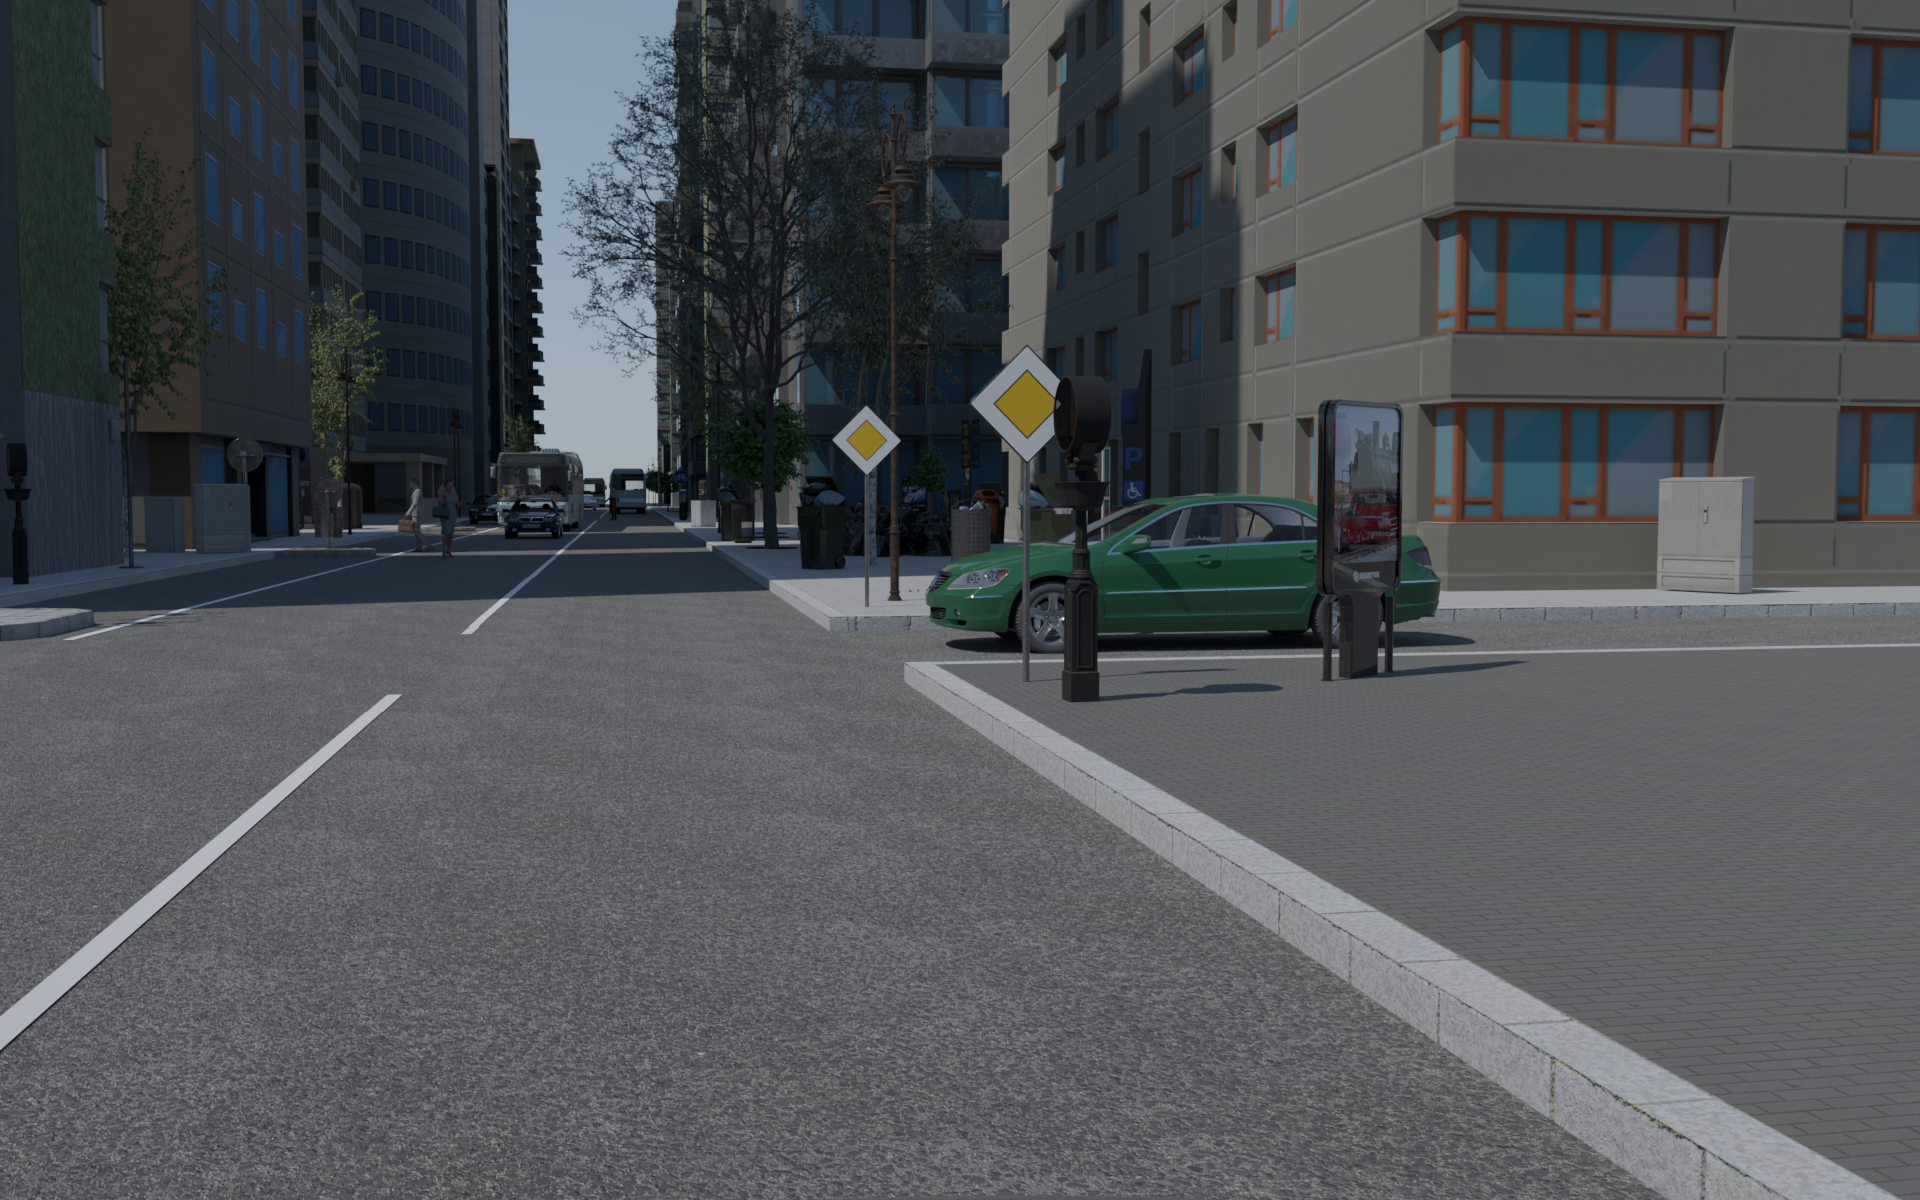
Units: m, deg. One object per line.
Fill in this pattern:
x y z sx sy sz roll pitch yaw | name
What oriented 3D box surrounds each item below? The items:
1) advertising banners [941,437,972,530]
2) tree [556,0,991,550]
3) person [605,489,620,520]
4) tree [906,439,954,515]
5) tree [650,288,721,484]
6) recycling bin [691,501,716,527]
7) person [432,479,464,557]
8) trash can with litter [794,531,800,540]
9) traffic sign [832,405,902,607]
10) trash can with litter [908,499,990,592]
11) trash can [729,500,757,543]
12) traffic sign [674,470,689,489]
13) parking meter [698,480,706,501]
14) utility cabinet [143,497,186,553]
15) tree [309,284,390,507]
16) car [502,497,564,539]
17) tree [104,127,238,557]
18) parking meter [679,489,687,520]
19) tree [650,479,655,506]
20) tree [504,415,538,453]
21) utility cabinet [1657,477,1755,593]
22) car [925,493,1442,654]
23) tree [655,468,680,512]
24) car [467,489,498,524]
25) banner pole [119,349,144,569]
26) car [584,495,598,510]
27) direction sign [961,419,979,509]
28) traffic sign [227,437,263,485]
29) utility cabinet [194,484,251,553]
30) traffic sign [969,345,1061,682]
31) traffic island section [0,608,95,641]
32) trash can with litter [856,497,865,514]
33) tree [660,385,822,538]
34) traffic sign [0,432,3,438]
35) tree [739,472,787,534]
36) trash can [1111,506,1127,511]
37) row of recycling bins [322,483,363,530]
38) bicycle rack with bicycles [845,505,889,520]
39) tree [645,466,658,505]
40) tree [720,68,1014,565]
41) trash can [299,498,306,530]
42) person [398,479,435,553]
-0.100 -3.563 54.446 0.090 3.025 2.074 -2 4 -27 | advertising banners
-4.556 -7.936 40.123 12.009 13.543 11.850 0 3 0 | tree
-19.090 -5.253 95.109 0.721 1.736 1.217 2 4 28 | person
-1.081 -4.086 61.409 1.663 3.219 1.824 0 3 0 | tree
-8.580 -6.752 60.750 4.360 8.622 3.978 0 3 0 | tree
-9.983 -3.356 67.429 0.722 1.027 0.722 -3 4 -39 | recycling bin
-11.656 -1.867 39.391 0.532 1.782 0.716 3 5 40 | person
-4.071 -2.239 47.987 1.055 1.170 0.624 0 4 -3 | trash can with litter
-1.058 -0.977 19.613 0.795 2.450 0.064 -1 4 -11 | traffic sign
0.514 -0.732 23.021 2.233 1.210 1.678 1 4 9 | trash can with litter
-5.669 -2.057 45.283 0.748 1.137 0.748 0 3 0 | trash can
-14.545 -5.522 90.386 0.768 2.556 0.104 -1 4 -10 | traffic sign
-10.712 -4.057 72.037 0.255 1.863 0.399 0 4 5 | parking meter
-17.422 -1.639 37.953 1.020 1.237 0.306 2 4 30 | utility cabinet
-21.770 -6.701 59.917 4.737 8.622 4.395 0 3 0 | tree
-13.933 -2.698 56.689 1.945 1.354 3.894 -1 4 -11 | car
-17.049 -5.203 35.434 4.737 8.622 4.395 0 3 0 | tree
-13.535 -4.660 84.596 0.372 1.533 0.369 0 3 0 | parking meter
-33.305 -11.962 190.185 1.663 3.219 1.824 0 3 0 | tree
-40.446 -12.717 158.286 4.737 8.622 4.395 0 3 0 | tree
9.702 -0.850 22.572 0.318 1.500 1.173 -2 4 -34 | utility cabinet
2.109 -0.293 16.596 4.920 1.459 2.131 -1 4 -10 | car
-21.178 -8.085 126.784 1.663 3.219 1.824 0 3 0 | tree
-22.665 -4.501 83.376 2.009 1.686 4.222 -1 4 -12 | car
-14.441 -2.452 30.107 0.401 3.779 0.863 -1 4 -22 | banner pole
-33.234 -8.646 153.716 2.083 1.381 4.827 -1 4 -12 | car
0.314 -3.724 52.882 0.379 3.537 0.876 -3 4 -37 | direction sign
-16.105 -2.381 39.040 0.768 2.556 0.104 -1 4 -11 | traffic sign
-15.984 -1.768 37.580 0.318 1.500 1.173 2 4 30 | utility cabinet
0.448 -0.497 11.771 0.795 2.450 0.064 -1 4 -11 | traffic sign
-10.310 0.266 17.926 2.009 0.180 2.903 -1 4 -11 | traffic island section
-3.274 -3.189 63.534 0.624 1.170 1.055 2 4 35 | trash can with litter
-5.641 -4.093 50.641 4.285 4.588 4.351 0 3 0 | tree
-10.288 -0.870 17.868 0.795 2.450 0.064 -1 4 -11 | traffic sign
-6.034 -3.745 55.829 1.663 3.219 1.824 0 3 0 | tree
2.208 -0.574 21.036 0.748 1.137 0.748 0 3 0 | trash can
-22.656 -3.446 63.451 1.069 1.692 3.534 -1 4 -8 | row of recycling bins
-3.152 -2.659 56.862 2.925 0.926 2.852 3 5 43 | bicycle rack with bicycles
-35.112 -13.166 198.969 4.285 4.588 4.351 0 3 0 | tree
-1.392 -4.940 31.137 4.360 8.622 3.978 0 3 0 | tree
-23.744 -3.069 61.833 0.748 1.137 0.748 0 3 0 | trash can
-13.297 -2.060 42.305 0.853 1.813 0.709 -1 4 -19 | person
